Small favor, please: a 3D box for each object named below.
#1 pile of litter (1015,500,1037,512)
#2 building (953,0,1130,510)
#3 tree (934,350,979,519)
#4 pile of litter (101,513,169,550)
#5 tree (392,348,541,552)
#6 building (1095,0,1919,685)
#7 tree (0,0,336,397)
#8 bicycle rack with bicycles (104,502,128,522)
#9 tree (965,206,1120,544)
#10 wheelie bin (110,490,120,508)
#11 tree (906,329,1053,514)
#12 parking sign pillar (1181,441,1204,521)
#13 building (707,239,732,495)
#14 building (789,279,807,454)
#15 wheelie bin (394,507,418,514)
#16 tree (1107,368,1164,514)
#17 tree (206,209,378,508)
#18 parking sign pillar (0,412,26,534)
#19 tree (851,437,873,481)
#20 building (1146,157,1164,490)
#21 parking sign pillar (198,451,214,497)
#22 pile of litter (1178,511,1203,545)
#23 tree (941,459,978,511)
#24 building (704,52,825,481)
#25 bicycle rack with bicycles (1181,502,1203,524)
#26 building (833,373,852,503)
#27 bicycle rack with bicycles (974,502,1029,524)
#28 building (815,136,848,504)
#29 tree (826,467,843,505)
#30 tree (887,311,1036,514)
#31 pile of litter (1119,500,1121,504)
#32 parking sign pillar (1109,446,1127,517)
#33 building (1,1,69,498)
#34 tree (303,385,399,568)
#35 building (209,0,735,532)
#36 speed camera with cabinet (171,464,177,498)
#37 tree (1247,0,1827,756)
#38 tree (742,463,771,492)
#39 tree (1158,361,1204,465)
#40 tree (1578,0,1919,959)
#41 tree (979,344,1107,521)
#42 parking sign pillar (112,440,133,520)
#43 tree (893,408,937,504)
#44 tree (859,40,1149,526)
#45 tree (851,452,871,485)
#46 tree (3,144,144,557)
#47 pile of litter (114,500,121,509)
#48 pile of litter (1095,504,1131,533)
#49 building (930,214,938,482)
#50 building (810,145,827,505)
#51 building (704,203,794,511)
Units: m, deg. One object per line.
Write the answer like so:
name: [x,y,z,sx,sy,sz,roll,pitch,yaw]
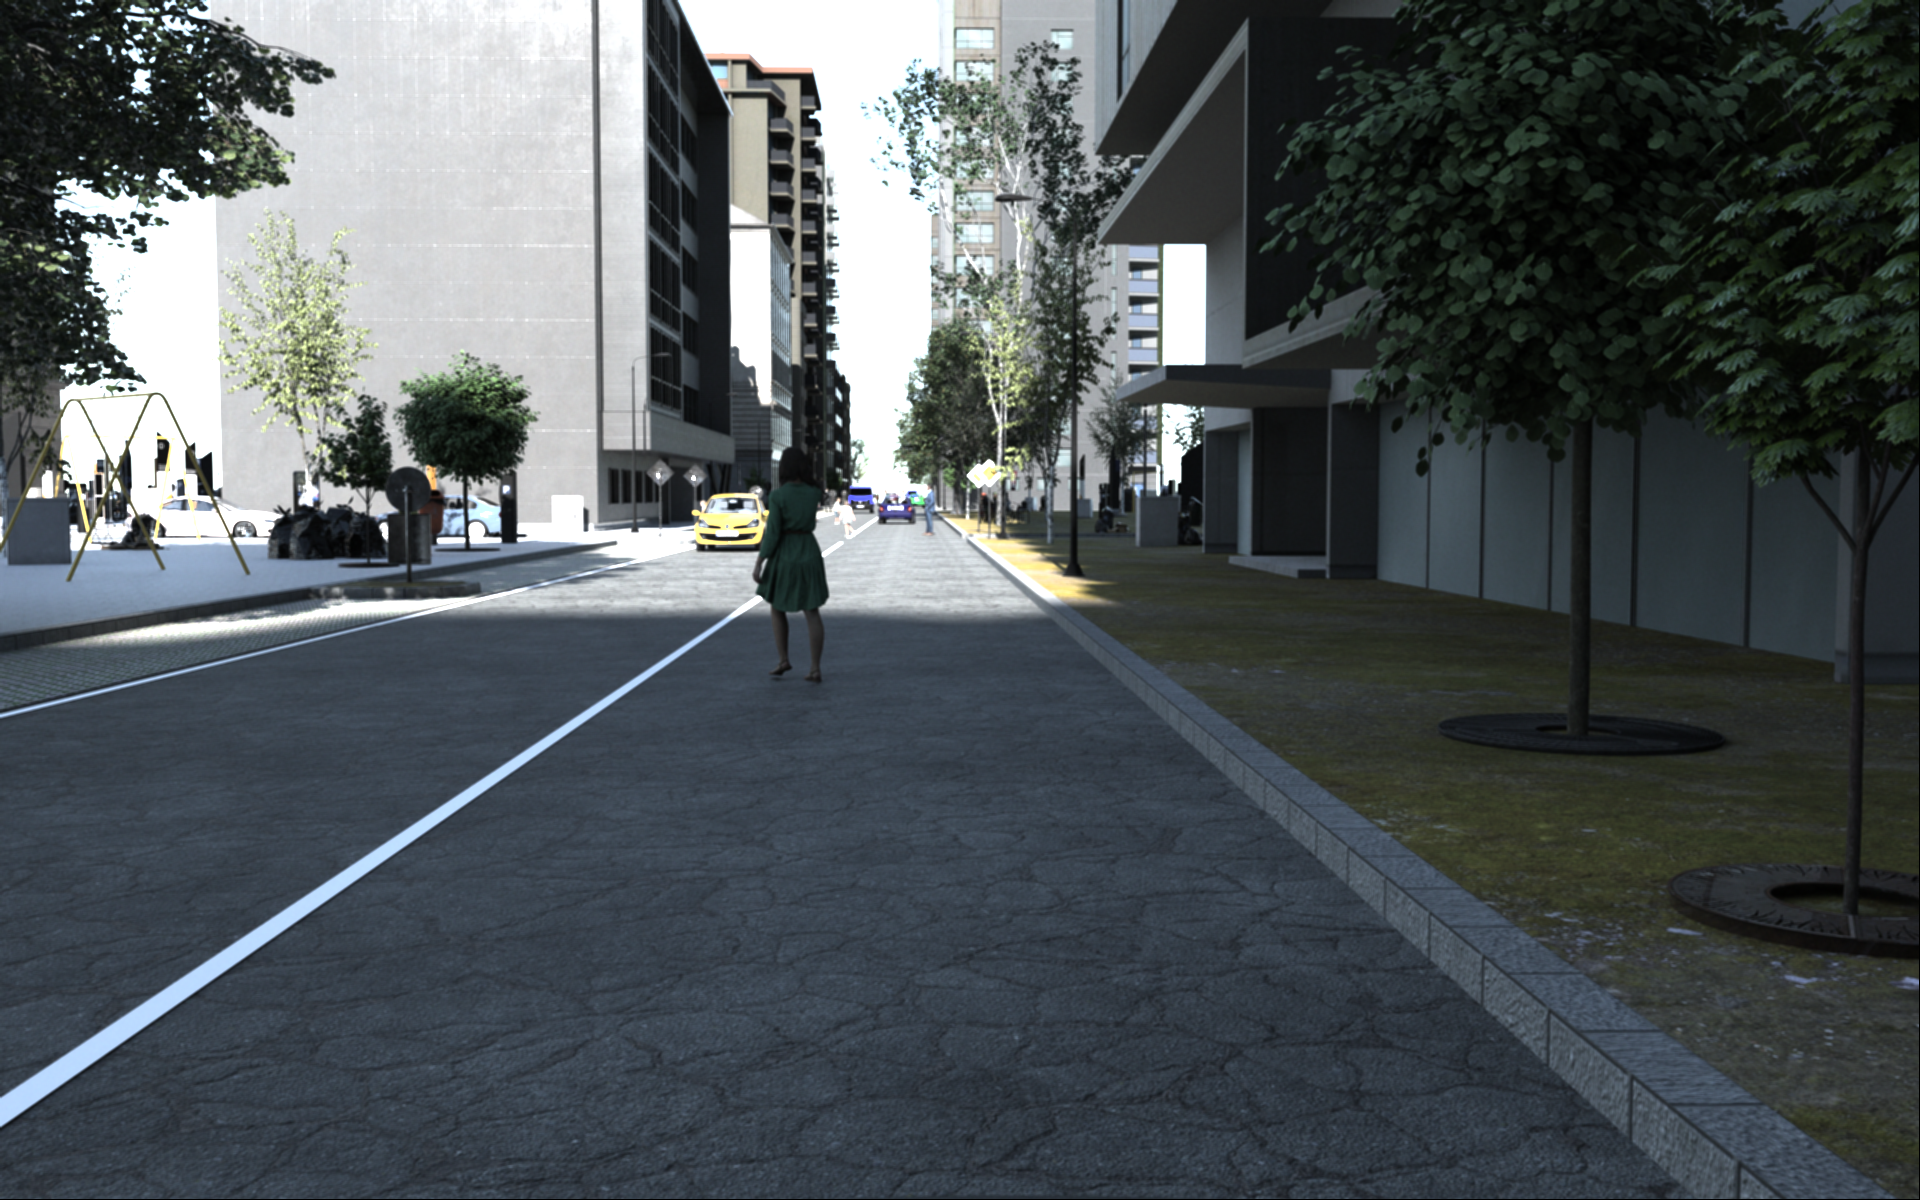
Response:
pile of litter: [4.801,-6.819,125.462,1.719,0.858,1.176,0,4,-6]
building: [6.410,-28.151,143.859,14.154,41.232,14.086,0,4,-2]
tree: [0.534,-8.485,89.085,4.360,8.622,3.978,0,3,0]
pile of litter: [-19.143,-1.601,40.144,1.719,0.858,1.176,3,4,37]
tree: [-11.142,-3.399,39.289,4.285,4.588,4.351,0,3,0]
building: [16.670,-26.594,24.057,28.713,52.752,27.495,0,4,-2]
tree: [-10.219,-6.629,15.044,9.857,13.997,8.962,0,3,0]
bicycle rack with bicycles: [-38.065,-4.038,79.403,2.852,0.926,2.925,1,4,21]
tree: [2.293,-5.779,44.853,4.737,8.622,4.395,0,3,0]
wheelie bin: [-61.715,-7.256,126.551,0.980,1.594,0.693,3,5,39]
tree: [1.201,-9.963,97.313,8.767,10.594,7.601,0,4,-1]
parking sign pillar: [11.360,-5.833,83.844,1.447,3.967,1.447,1,4,22]
building: [-21.334,-14.011,96.540,16.820,18.784,16.811,0,4,-2]
building: [-27.695,-18.445,146.615,27.650,21.520,28.899,0,4,-2]
wheelie bin: [-15.441,-2.494,48.685,0.980,1.594,0.693,-1,4,-19]
tree: [9.793,-9.272,101.959,4.360,8.622,3.978,0,3,0]
tree: [-16.921,-5.765,44.613,4.737,8.622,4.395,0,3,0]
parking sign pillar: [-31.353,-4.172,56.690,1.447,3.967,1.447,-1,4,-8]
tree: [-18.316,-22.376,291.602,9.928,11.665,9.643,0,3,0]
building: [8.733,-38.110,165.091,21.231,58.520,28.212,0,4,-2]
parking sign pillar: [-46.753,-7.238,106.810,1.447,3.967,1.447,3,4,37]
pile of litter: [5.747,-1.824,43.793,1.176,0.858,1.719,-2,4,-29]
tree: [0.121,-9.250,134.949,4.285,4.588,4.351,0,3,0]
building: [-25.234,-31.824,174.947,22.147,44.769,28.867,0,4,-2]
bicycle rack with bicycles: [9.477,-3.828,75.971,2.852,0.926,2.925,0,4,5]
building: [-30.770,-25.492,261.826,27.650,21.520,28.899,0,4,-2]
bicycle rack with bicycles: [1.740,-3.781,75.205,2.852,0.926,2.925,1,4,18]
building: [-27.308,-37.397,231.049,23.786,49.044,30.456,0,4,-2]
tree: [-15.573,-13.775,208.926,4.285,4.588,4.351,0,3,0]
tree: [-0.049,-11.742,108.988,9.611,12.733,9.660,0,3,0]
pile of litter: [11.868,-7.207,131.807,1.176,0.858,1.719,-2,4,-24]
parking sign pillar: [8.660,-6.647,97.144,1.447,3.967,1.447,0,4,-3]
building: [-47.051,-16.825,62.482,23.554,28.519,14.401,0,4,-2]
tree: [-10.470,-2.210,30.739,1.663,3.219,1.824,0,3,0]
building: [-18.069,-15.489,72.309,14.314,24.678,30.058,0,4,-2]
speed camera with cabinet: [-52.542,-7.325,114.095,2.038,3.252,0.660,0,4,-5]
tree: [3.230,-1.554,9.121,4.285,4.588,4.351,0,3,0]
tree: [-13.039,-7.026,109.474,1.663,3.219,1.824,0,3,0]
tree: [13.098,-8.858,95.186,4.737,8.622,4.395,0,3,0]
tree: [2.679,-0.639,5.048,1.663,3.219,1.824,0,3,0]
tree: [3.975,-8.132,83.317,4.360,8.622,3.978,0,3,0]
parking sign pillar: [-40.984,-5.911,85.113,1.447,3.967,1.447,-2,4,-33]
tree: [-3.307,-19.012,217.504,9.857,13.997,8.962,0,3,0]
tree: [3.069,-13.132,70.599,12.611,20.169,13.585,0,3,0]
tree: [-16.799,-20.160,279.978,4.737,8.622,4.395,0,3,0]
tree: [-19.121,-5.171,34.914,4.360,8.622,3.978,0,3,0]
pile of litter: [-58.416,-6.464,119.656,1.176,0.858,1.719,0,4,-6]
pile of litter: [5.183,-2.696,58.047,1.719,0.858,1.176,-3,5,-43]
building: [2.673,-34.900,254.202,14.154,41.232,14.086,0,4,-2]
building: [-22.698,-31.419,197.292,14.154,41.232,14.086,0,4,-2]
building: [-17.021,-16.576,120.171,9.793,20.994,18.267,0,4,-2]
